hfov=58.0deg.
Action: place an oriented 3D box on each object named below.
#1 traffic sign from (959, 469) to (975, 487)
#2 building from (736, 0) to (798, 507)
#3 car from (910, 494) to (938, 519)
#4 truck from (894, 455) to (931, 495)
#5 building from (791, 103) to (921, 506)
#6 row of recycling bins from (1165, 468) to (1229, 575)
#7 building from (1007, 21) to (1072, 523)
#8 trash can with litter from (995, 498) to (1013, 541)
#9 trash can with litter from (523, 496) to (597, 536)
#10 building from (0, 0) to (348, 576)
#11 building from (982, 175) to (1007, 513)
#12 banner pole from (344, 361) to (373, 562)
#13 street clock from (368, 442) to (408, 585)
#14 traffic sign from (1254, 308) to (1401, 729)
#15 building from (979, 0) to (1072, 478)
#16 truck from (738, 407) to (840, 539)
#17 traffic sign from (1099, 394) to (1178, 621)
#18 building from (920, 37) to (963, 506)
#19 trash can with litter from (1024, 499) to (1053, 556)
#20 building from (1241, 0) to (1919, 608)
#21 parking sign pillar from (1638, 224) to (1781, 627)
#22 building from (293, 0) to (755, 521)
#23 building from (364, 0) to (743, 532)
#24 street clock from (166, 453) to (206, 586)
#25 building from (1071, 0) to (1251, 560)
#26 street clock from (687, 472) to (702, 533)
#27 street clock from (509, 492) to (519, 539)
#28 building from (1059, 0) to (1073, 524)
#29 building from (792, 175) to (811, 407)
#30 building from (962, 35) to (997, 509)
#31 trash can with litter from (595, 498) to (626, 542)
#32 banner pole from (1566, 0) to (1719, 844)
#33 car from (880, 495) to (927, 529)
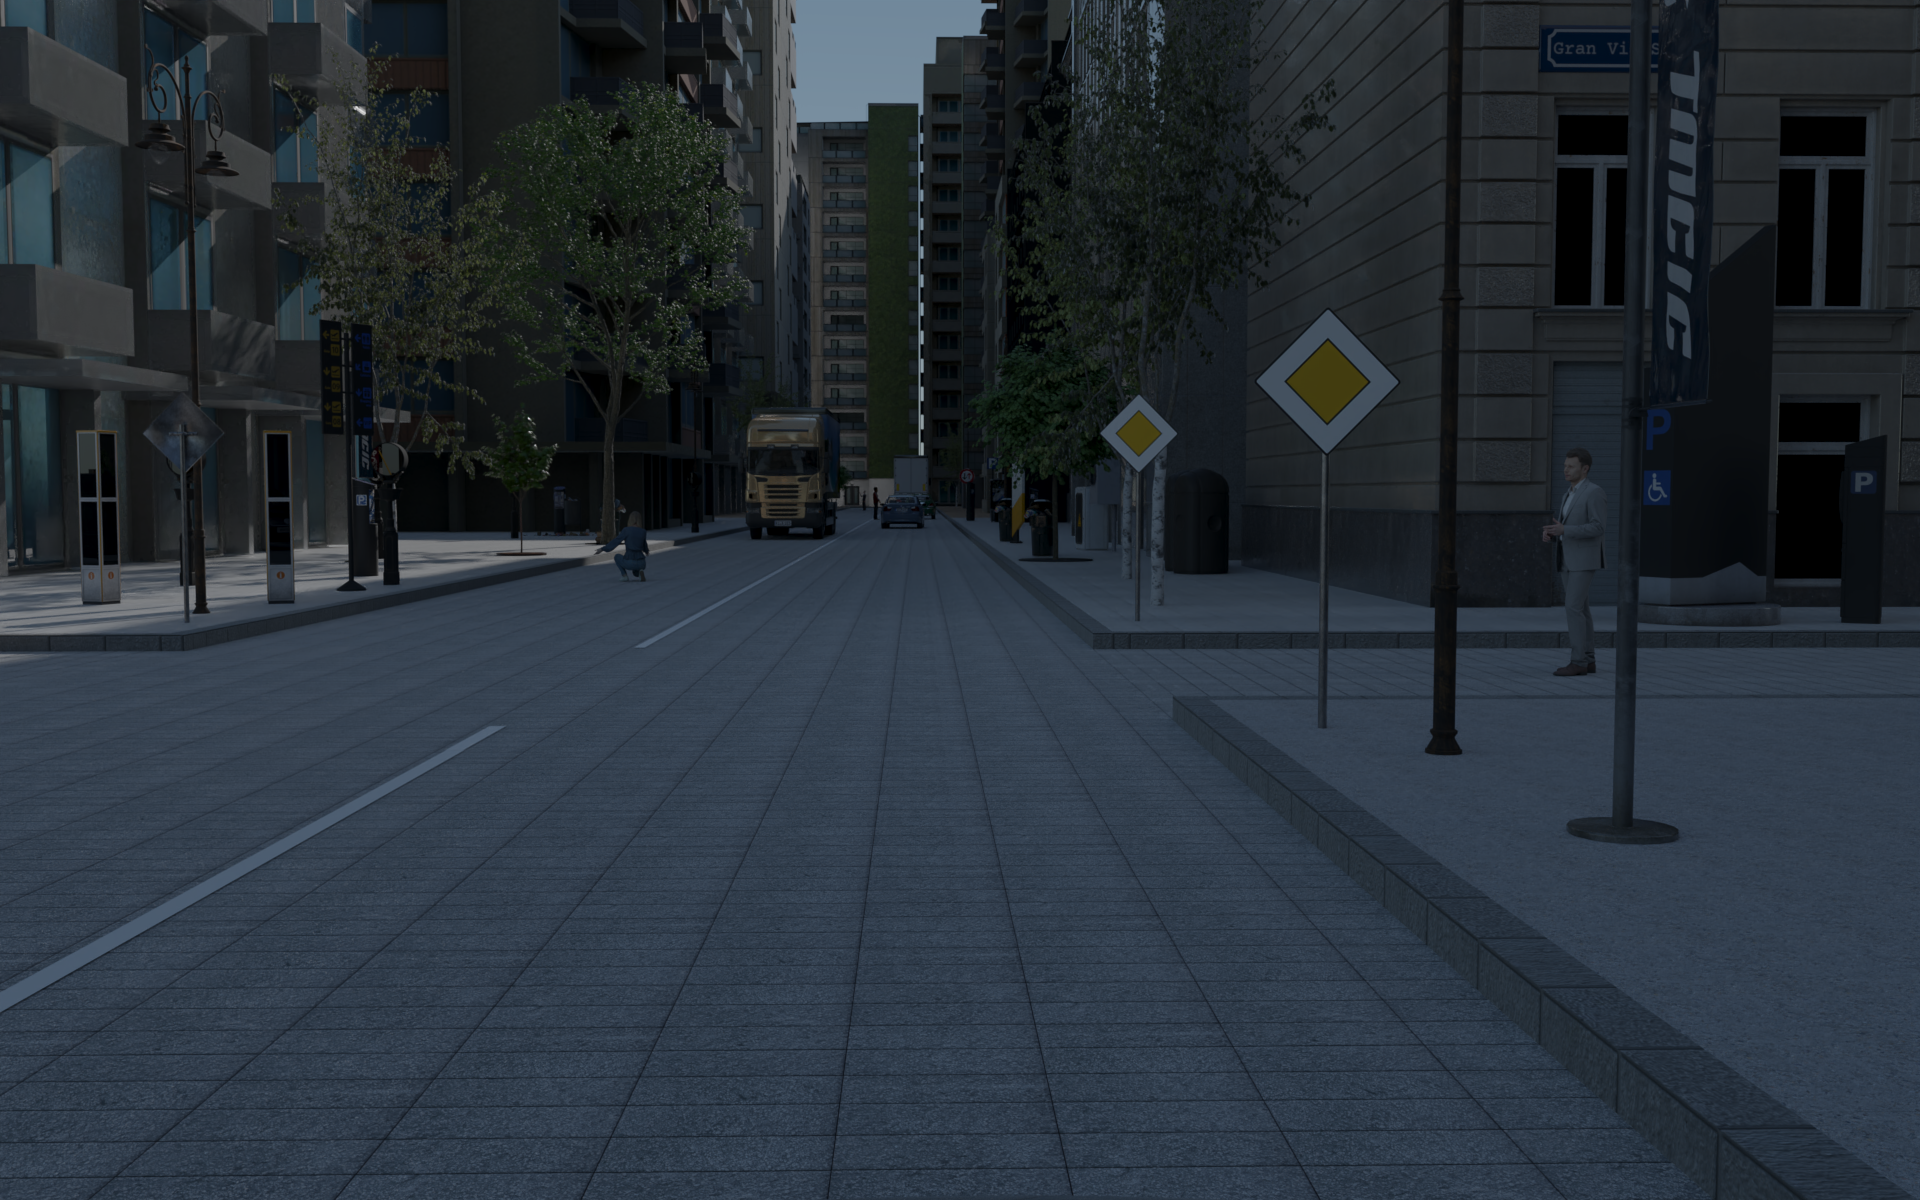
[{"bbox_3d":[0.349,-5.287,86.548,0.768,2.556,0.104,0,4,5],"label":"traffic sign"},{"bbox_3d":[-26.952,-33.430,135.819,28.713,52.752,27.495,0,4,-1],"label":"building"},{"bbox_3d":[-2.306,-5.364,99.503,2.131,1.459,4.920,0,4,-1],"label":"car"},{"bbox_3d":[-3.598,-8.630,130.015,2.839,4.237,11.283,0,4,-1],"label":"truck"},{"bbox_3d":[-11.236,-30.639,184.545,14.086,41.232,14.154,0,4,-1],"label":"building"},{"bbox_3d":[3.940,-1.355,29.265,1.069,1.692,3.534,0,4,4],"label":"row of recycling bins"},{"bbox_3d":[8.845,-15.611,84.922,12.332,23.373,15.834,0,4,-1],"label":"building"},{"bbox_3d":[1.245,-2.175,46.953,0.624,1.170,1.055,0,4,1],"label":"trash can with litter"},{"bbox_3d":[-12.264,-2.578,53.202,2.233,1.210,1.678,0,4,1],"label":"trash can with litter"},{"bbox_3d":[-25.069,-25.238,32.243,23.786,49.044,30.456,0,4,-1],"label":"building"},{"bbox_3d":[15.742,-16.135,108.838,27.650,21.520,28.899,0,4,-1],"label":"building"},{"bbox_3d":[-11.359,-2.619,32.830,0.401,3.779,0.863,1,4,15],"label":"banner pole"},{"bbox_3d":[-8.025,-1.213,24.395,0.471,2.002,0.358,0,4,-4],"label":"street clock"},{"bbox_3d":[1.983,-0.354,9.431,0.795,2.450,0.064,0,4,-1],"label":"traffic sign"},{"bbox_3d":[12.784,-29.499,136.934,22.147,44.769,28.867,0,4,-1],"label":"building"},{"bbox_3d":[-5.548,-4.247,58.360,2.839,4.237,11.283,0,4,-1],"label":"truck"},{"bbox_3d":[1.789,-0.842,17.414,0.795,2.450,0.064,0,4,-1],"label":"traffic sign"},{"bbox_3d":[6.517,-34.530,188.267,21.600,48.544,21.300,0,4,-1],"label":"building"},{"bbox_3d":[1.702,-1.506,36.010,0.624,1.170,1.055,1,4,10],"label":"trash can with litter"},{"bbox_3d":[17.277,-13.905,24.617,25.104,27.353,12.463,0,4,-1],"label":"building"},{"bbox_3d":[7.472,-1.765,17.327,1.447,3.967,1.447,-2,4,-24],"label":"parking sign pillar"},{"bbox_3d":[-24.639,-29.775,106.437,23.786,49.044,30.456,0,4,-1],"label":"building"},{"bbox_3d":[-20.747,-25.410,70.081,22.147,44.769,28.867,0,4,-1],"label":"building"},{"bbox_3d":[-10.801,-1.202,24.224,0.471,2.002,0.358,0,4,6],"label":"street clock"},{"bbox_3d":[9.650,-13.748,42.809,12.078,24.808,19.932,0,4,-1],"label":"building"},{"bbox_3d":[-8.783,-3.231,57.402,0.471,2.002,0.358,2,4,32],"label":"street clock"},{"bbox_3d":[-12.852,-2.775,49.933,0.358,2.002,0.471,-2,4,-28],"label":"street clock"},{"bbox_3d":[11.197,-16.951,64.546,14.401,28.519,23.554,0,4,-1],"label":"building"},{"bbox_3d":[-20.830,-23.685,158.958,14.107,30.474,14.160,0,4,-1],"label":"building"},{"bbox_3d":[7.130,-29.058,158.688,14.154,41.232,14.086,0,4,-1],"label":"building"},{"bbox_3d":[-9.235,-2.094,45.626,0.624,1.170,1.055,0,4,5],"label":"trash can with litter"},{"bbox_3d":[2.502,-0.989,6.189,0.401,3.779,0.863,0,4,-1],"label":"banner pole"},{"bbox_3d":[-2.410,-3.744,73.221,2.014,1.417,4.499,0,4,0],"label":"car"}]
